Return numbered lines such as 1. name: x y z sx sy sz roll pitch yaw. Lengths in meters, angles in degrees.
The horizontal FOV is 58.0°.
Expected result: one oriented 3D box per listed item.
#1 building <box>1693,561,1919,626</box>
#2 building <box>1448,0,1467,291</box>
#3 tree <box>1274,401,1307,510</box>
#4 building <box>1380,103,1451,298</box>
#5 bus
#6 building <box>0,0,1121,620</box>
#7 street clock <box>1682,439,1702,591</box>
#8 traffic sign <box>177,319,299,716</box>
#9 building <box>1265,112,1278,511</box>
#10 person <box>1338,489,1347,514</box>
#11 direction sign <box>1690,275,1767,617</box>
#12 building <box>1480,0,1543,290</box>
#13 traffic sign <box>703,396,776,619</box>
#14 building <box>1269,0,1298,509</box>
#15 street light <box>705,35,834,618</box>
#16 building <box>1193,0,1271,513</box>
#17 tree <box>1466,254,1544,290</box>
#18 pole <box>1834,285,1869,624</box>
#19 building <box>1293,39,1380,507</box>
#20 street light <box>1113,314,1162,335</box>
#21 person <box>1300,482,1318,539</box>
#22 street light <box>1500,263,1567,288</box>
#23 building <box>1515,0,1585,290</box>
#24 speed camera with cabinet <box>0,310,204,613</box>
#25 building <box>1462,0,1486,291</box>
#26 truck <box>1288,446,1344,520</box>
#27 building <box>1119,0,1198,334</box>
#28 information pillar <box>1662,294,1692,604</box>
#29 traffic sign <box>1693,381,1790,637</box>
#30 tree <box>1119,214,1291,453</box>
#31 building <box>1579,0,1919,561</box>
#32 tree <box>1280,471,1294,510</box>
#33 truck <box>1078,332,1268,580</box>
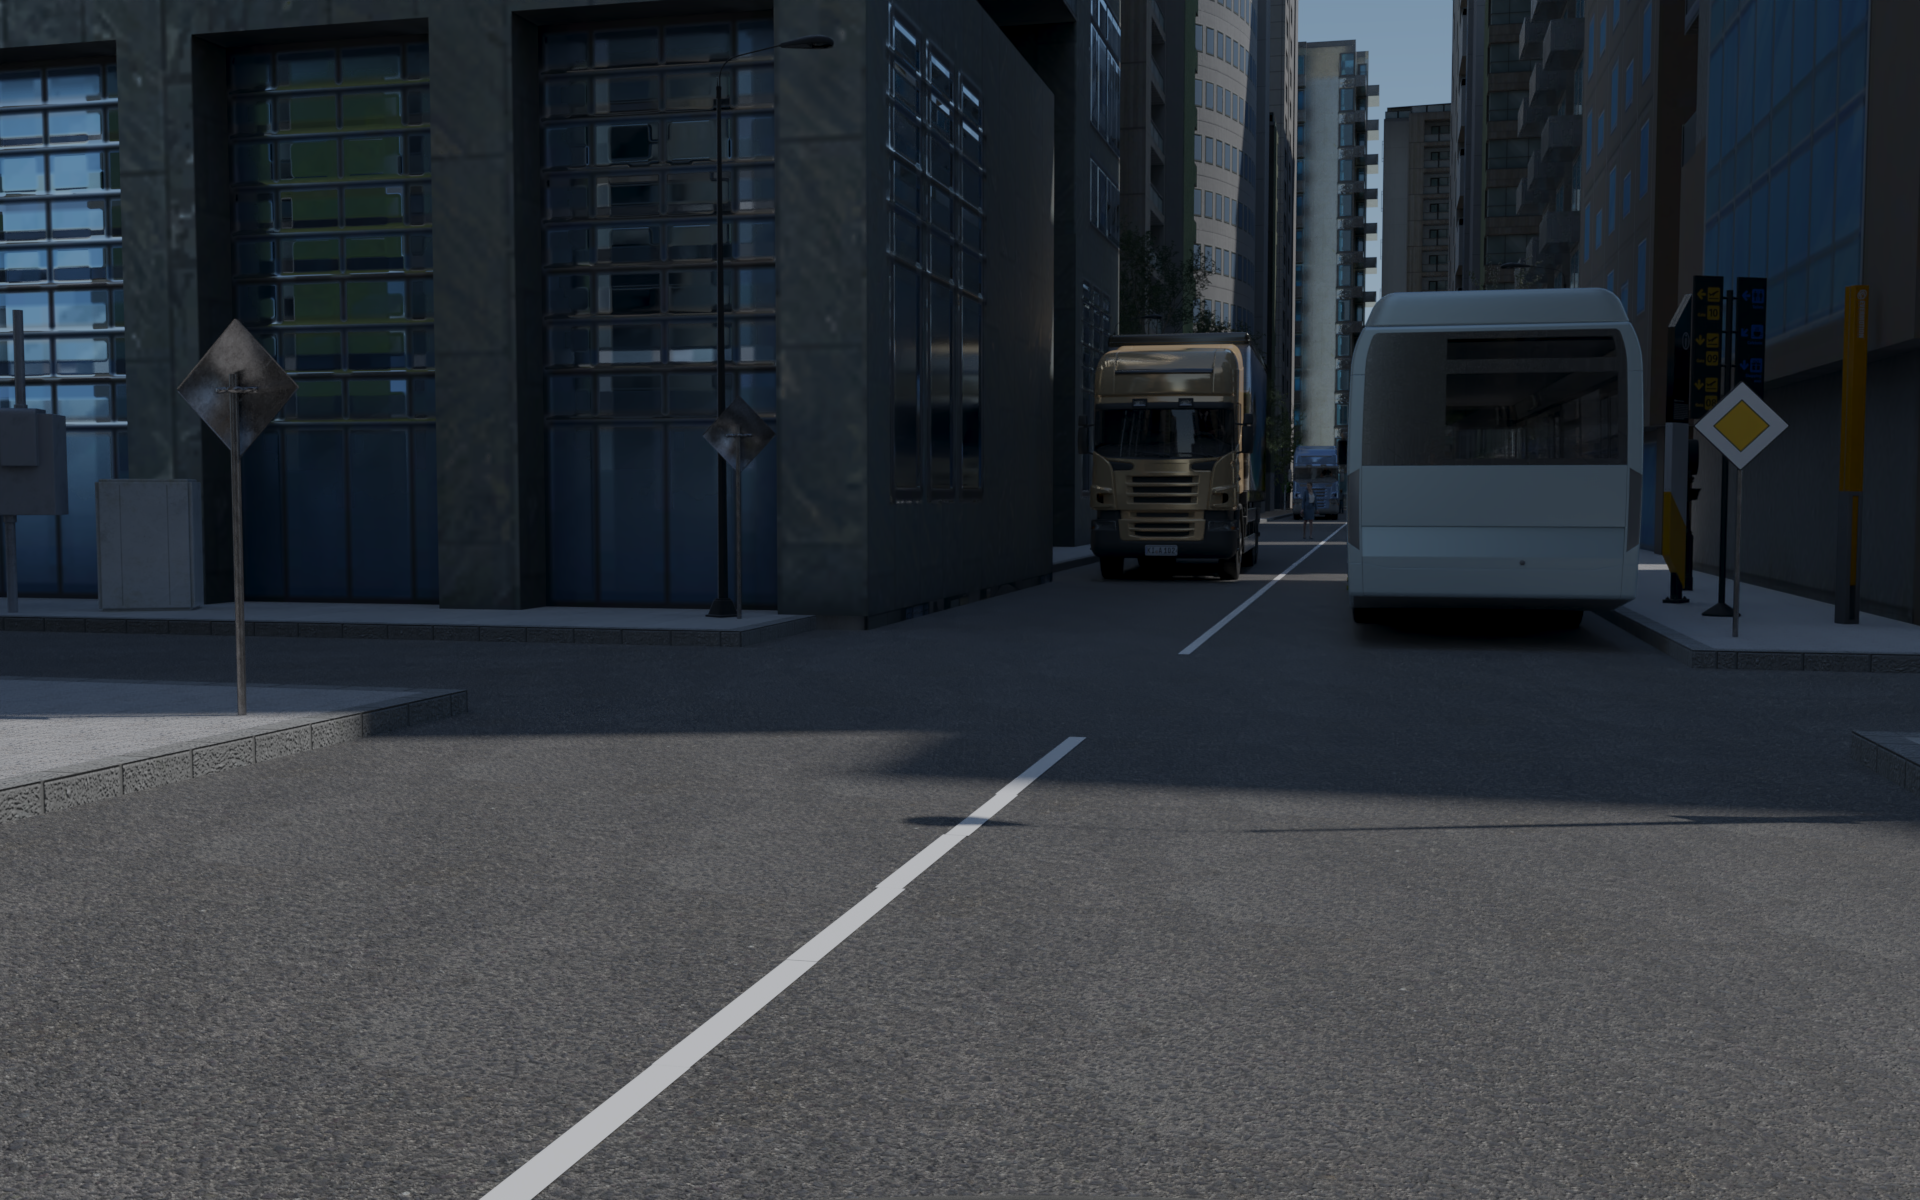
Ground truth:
1. building: 17.243 -22.599 19.605 14.200 45.320 14.600 1 4 14
2. building: 54.796 -33.878 143.139 28.713 52.752 27.495 1 4 14
3. tree: 25.549 -11.395 136.678 4.737 8.622 4.395 0 3 0
4. building: 49.808 -30.099 175.717 14.086 41.232 14.154 1 4 14
5. bus: 6.270 -1.666 22.097 2.948 3.499 13.247 1 4 13
6. building: -8.137 -44.071 33.232 22.319 86.520 31.000 1 4 14
7. street clock: 9.647 -1.127 22.998 0.358 2.002 0.471 1 4 17
8. traffic sign: -4.162 -0.388 9.985 0.795 2.450 0.064 1 4 14
9. building: 15.673 -21.735 127.076 14.160 30.474 14.107 1 4 14
10. person: 27.970 -7.253 127.163 0.705 1.814 1.350 -3 5 -43
11. direction sign: 8.015 -1.598 18.127 0.876 3.537 0.379 -1 4 -15
12. building: 36.505 -19.926 97.497 14.160 30.474 14.107 1 4 14
13. traffic sign: -2.266 -0.862 17.743 0.795 2.450 0.064 1 4 14
14. building: 19.389 -43.868 155.493 20.611 71.187 20.563 1 4 14
15. street light: -1.955 -2.769 17.813 1.470 5.913 1.316 1 4 14
16. building: 7.466 -34.509 106.219 21.231 58.520 28.212 1 4 14
17. tree: 17.123 -6.290 53.196 4.360 8.622 3.978 0 3 0
18. pole: 8.777 -1.419 17.043 0.158 3.312 0.155 0 3 0
19. building: 29.084 -34.632 185.834 30.456 49.044 23.786 1 4 14
20. street light: 4.542 -4.435 45.049 1.470 5.913 1.316 1 4 14
21. person: 11.127 -2.855 55.195 0.581 1.822 0.654 0 4 3
22. street light: 11.540 -3.809 34.818 1.470 5.913 1.316 1 4 14
23. building: 34.322 -27.438 68.214 23.786 49.044 30.456 1 4 14
24. speed camera with cabinet: -9.488 -1.510 19.025 2.038 3.252 0.660 -1 4 -13
25. building: 44.993 -35.149 116.691 21.231 58.520 28.212 1 4 14
26. truck: 21.071 -6.890 102.410 2.967 4.110 18.799 1 4 12
27. building: 2.247 -23.807 72.845 14.154 41.232 14.086 1 4 14
28. information pillar: 8.387 -1.768 20.256 0.183 3.616 0.504 3 5 44
29. traffic sign: 6.953 -0.724 15.476 0.795 2.450 0.064 1 4 14
30. tree: 6.166 -7.591 58.529 7.601 10.594 8.767 -1 4 -9
31. building: 22.703 -23.846 39.998 14.600 45.320 14.200 1 4 14
32. tree: 26.596 -8.936 140.704 1.663 3.219 1.824 0 3 0
33. truck: 4.283 -2.667 32.511 2.839 4.237 11.283 1 4 12
